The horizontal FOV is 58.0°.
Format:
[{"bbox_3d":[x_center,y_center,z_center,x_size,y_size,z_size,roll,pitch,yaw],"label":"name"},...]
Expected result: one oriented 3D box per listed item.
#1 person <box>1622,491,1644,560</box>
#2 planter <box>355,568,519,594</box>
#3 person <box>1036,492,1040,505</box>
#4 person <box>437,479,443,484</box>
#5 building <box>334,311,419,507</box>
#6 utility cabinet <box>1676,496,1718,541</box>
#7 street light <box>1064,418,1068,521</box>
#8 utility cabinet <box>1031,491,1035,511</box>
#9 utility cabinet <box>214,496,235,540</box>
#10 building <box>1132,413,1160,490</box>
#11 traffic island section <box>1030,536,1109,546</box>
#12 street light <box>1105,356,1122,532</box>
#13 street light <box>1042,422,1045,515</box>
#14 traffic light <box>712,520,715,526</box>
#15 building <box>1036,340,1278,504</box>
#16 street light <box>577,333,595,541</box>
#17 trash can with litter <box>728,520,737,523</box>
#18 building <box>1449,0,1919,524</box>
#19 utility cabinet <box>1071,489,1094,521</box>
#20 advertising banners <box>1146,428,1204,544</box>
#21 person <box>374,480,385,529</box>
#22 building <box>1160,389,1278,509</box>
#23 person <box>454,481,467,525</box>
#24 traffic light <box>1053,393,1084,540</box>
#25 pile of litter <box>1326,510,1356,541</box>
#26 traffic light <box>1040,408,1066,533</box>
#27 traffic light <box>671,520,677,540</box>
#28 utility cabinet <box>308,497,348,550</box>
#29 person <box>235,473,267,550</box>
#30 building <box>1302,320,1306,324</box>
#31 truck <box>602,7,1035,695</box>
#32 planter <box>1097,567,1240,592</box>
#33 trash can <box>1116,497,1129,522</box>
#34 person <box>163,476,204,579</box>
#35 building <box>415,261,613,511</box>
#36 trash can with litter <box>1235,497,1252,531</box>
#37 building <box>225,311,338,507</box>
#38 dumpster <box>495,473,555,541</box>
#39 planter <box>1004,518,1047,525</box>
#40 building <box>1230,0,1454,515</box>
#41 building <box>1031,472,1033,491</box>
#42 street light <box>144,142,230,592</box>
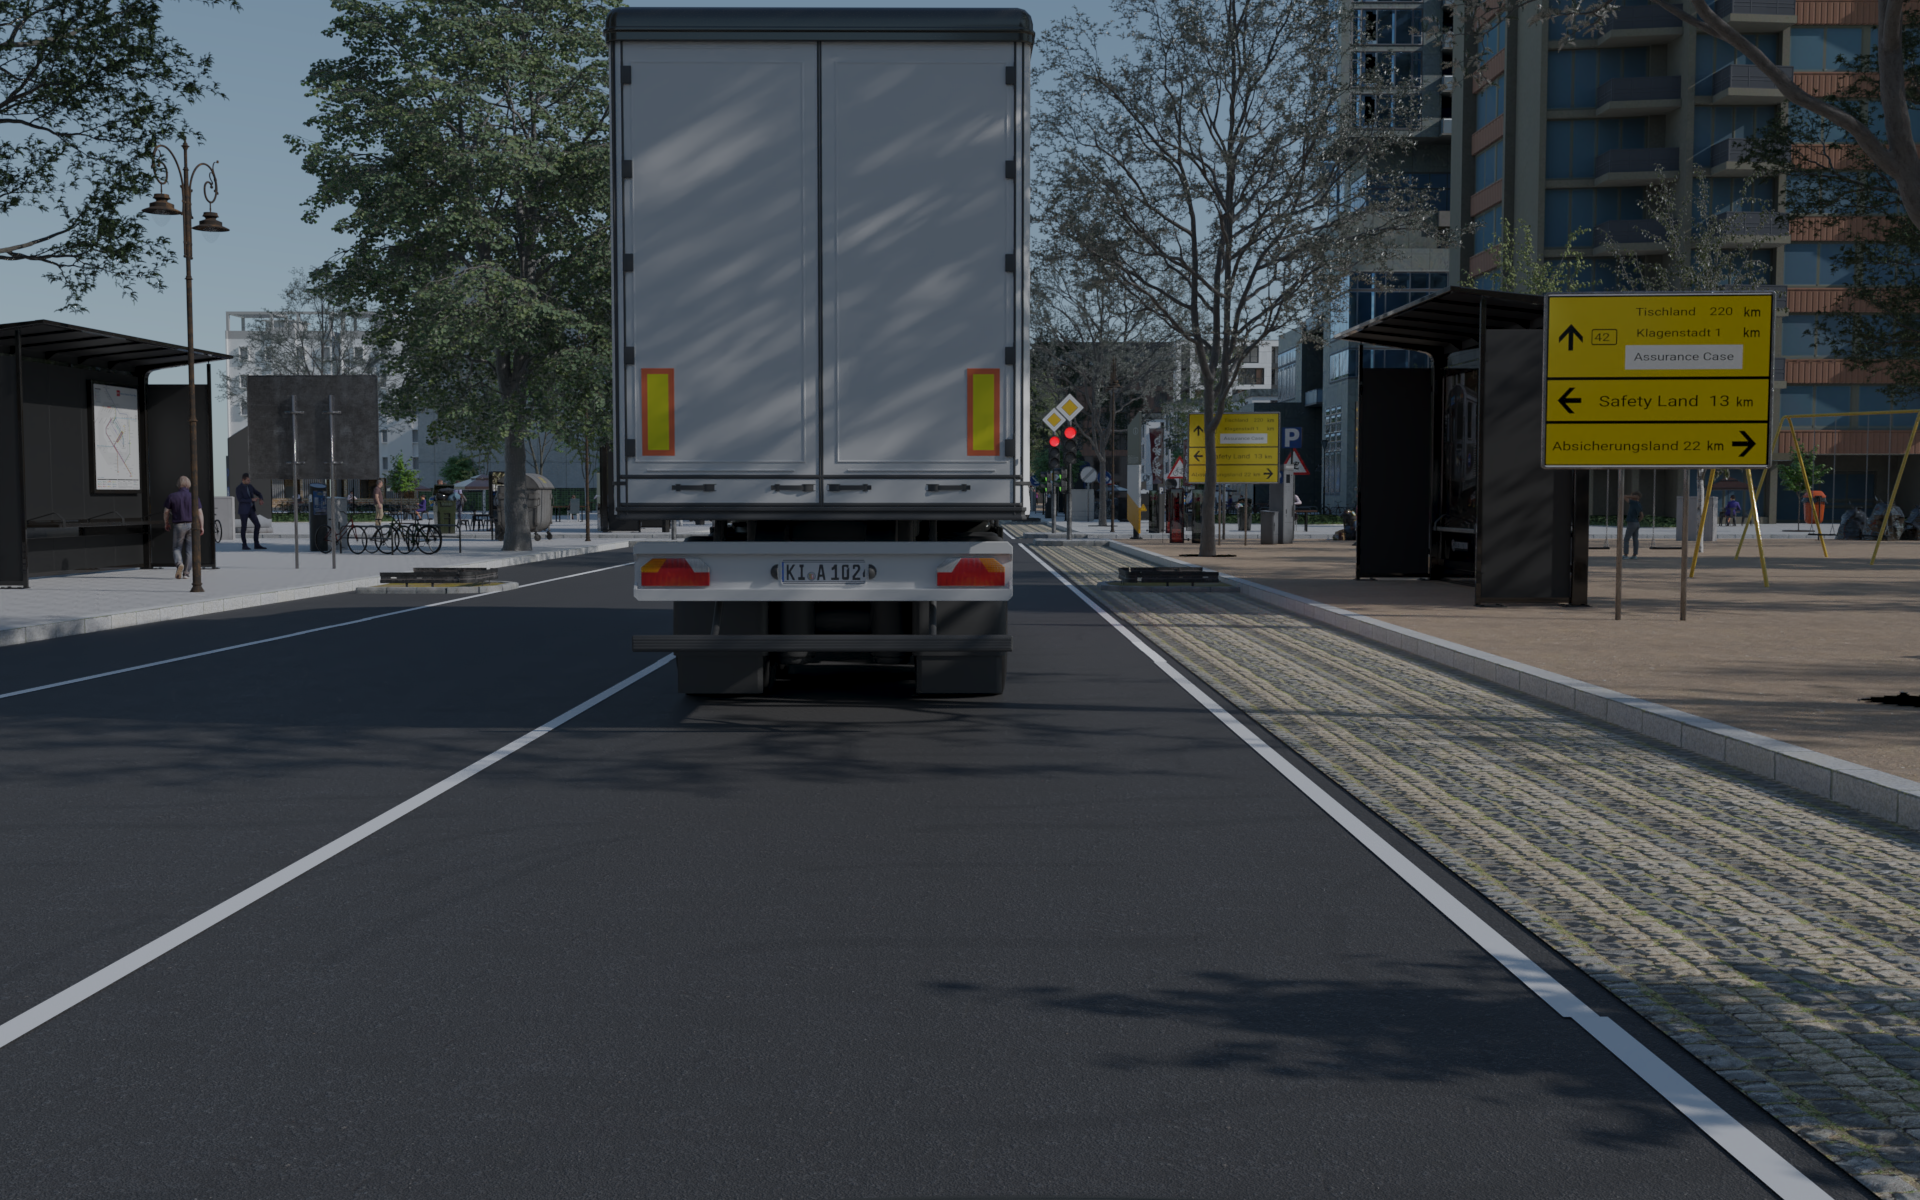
[{"bbox_3d":[13.160,-1.471,34.001,0.435,1.345,0.340,-3,5,-40],"label":"person"},{"bbox_3d":[-7.722,-0.292,25.918,1.991,0.319,1.994,0,3,0],"label":"planter"},{"bbox_3d":[9.042,-12.172,205.730,1.217,1.739,0.721,-3,5,-44],"label":"person"},{"bbox_3d":[-19.801,-3.688,66.218,0.599,1.838,0.709,-2,4,-29],"label":"person"},{"bbox_3d":[-57.979,-20.126,185.486,11.380,20.091,16.016,0,3,0],"label":"building"},{"bbox_3d":[20.188,-2.220,47.453,0.306,1.237,1.020,-3,5,-42],"label":"utility cabinet"},{"bbox_3d":[5.052,-6.710,82.490,0.468,5.910,1.993,0,3,0],"label":"street light"},{"bbox_3d":[5.078,-7.264,127.448,0.318,1.500,1.173,-3,5,-40],"label":"utility cabinet"},{"bbox_3d":[-20.869,-2.283,48.487,1.020,1.237,0.306,-1,4,-10],"label":"utility cabinet"},{"bbox_3d":[23.767,-14.548,180.013,9.099,9.664,28.070,0,3,0],"label":"building"},{"bbox_3d":[3.082,-1.607,48.548,2.009,0.180,2.903,0,3,0],"label":"traffic island section"},{"bbox_3d":[5.132,-5.220,58.128,0.468,5.910,1.993,0,3,0],"label":"street light"},{"bbox_3d":[5.154,-8.200,106.852,0.468,5.910,1.993,0,3,0],"label":"street light"},{"bbox_3d":[-7.999,-4.127,56.404,0.839,4.253,0.868,0,3,0],"label":"traffic light"},{"bbox_3d":[26.379,-24.405,243.000,32.646,21.610,27.936,0,3,0],"label":"building"},{"bbox_3d":[-10.109,-4.531,46.874,0.468,5.910,1.993,0,3,0],"label":"street light"},{"bbox_3d":[-10.116,-3.918,75.452,1.055,1.170,0.624,-2,4,-33],"label":"trash can with litter"},{"bbox_3d":[37.282,-26.148,82.148,28.867,44.769,22.147,0,3,0],"label":"building"},{"bbox_3d":[5.649,-4.425,81.020,1.173,1.500,0.318,-1,4,-10],"label":"utility cabinet"},{"bbox_3d":[5.694,-2.999,45.225,0.090,3.025,2.074,-3,5,-41],"label":"advertising banners"},{"bbox_3d":[-21.471,-3.541,64.073,0.434,1.807,0.598,-1,4,-8],"label":"person"},{"bbox_3d":[23.935,-12.835,151.995,9.099,9.664,28.070,0,3,0],"label":"building"},{"bbox_3d":[-20.670,-4.013,71.518,0.599,1.838,0.709,2,4,31],"label":"person"},{"bbox_3d":[3.042,-3.640,48.434,0.839,4.253,0.868,0,3,0],"label":"traffic light"},{"bbox_3d":[10.839,-2.081,47.986,1.719,0.858,1.176,3,5,42],"label":"pile of litter"},{"bbox_3d":[3.042,-4.128,56.419,0.839,4.253,0.868,0,3,0],"label":"traffic light"},{"bbox_3d":[-7.999,-3.639,48.419,0.839,4.253,0.868,0,3,0],"label":"traffic light"},{"bbox_3d":[-14.527,-1.755,39.855,0.306,1.237,1.020,1,4,18],"label":"utility cabinet"},{"bbox_3d":[-16.303,-2.045,39.919,0.568,1.767,0.683,1,4,19],"label":"person"},{"bbox_3d":[43.152,-20.145,185.792,11.380,20.091,16.016,0,3,0],"label":"building"},{"bbox_3d":[-0.854,-1.633,15.618,2.839,4.237,11.283,0,4,0],"label":"truck"},{"bbox_3d":[3.080,-0.302,26.084,1.991,0.319,1.994,0,3,0],"label":"planter"},{"bbox_3d":[7.580,-4.172,79.861,0.748,1.137,0.748,0,3,0],"label":"trash can"},{"bbox_3d":[-11.788,-1.095,26.148,0.569,1.553,0.471,1,4,9],"label":"person"},{"bbox_3d":[-32.949,-17.191,147.535,16.747,18.905,31.486,0,3,0],"label":"building"},{"bbox_3d":[9.894,-3.015,60.678,0.624,1.170,1.055,0,4,2],"label":"trash can with litter"},{"bbox_3d":[-69.773,-20.136,185.642,11.380,20.091,16.016,0,3,0],"label":"building"},{"bbox_3d":[-11.989,-2.565,47.693,1.264,1.857,1.865,0,3,0],"label":"dumpster"},{"bbox_3d":[3.089,-3.720,81.958,1.991,0.319,1.994,0,3,0],"label":"planter"},{"bbox_3d":[31.777,-49.028,114.277,22.319,86.520,31.000,0,3,0],"label":"building"},{"bbox_3d":[-5.800,-22.737,238.206,31.486,18.905,16.747,0,3,0],"label":"building"},{"bbox_3d":[-9.994,-3.041,22.512,0.468,5.910,1.993,0,3,0],"label":"street light"}]
